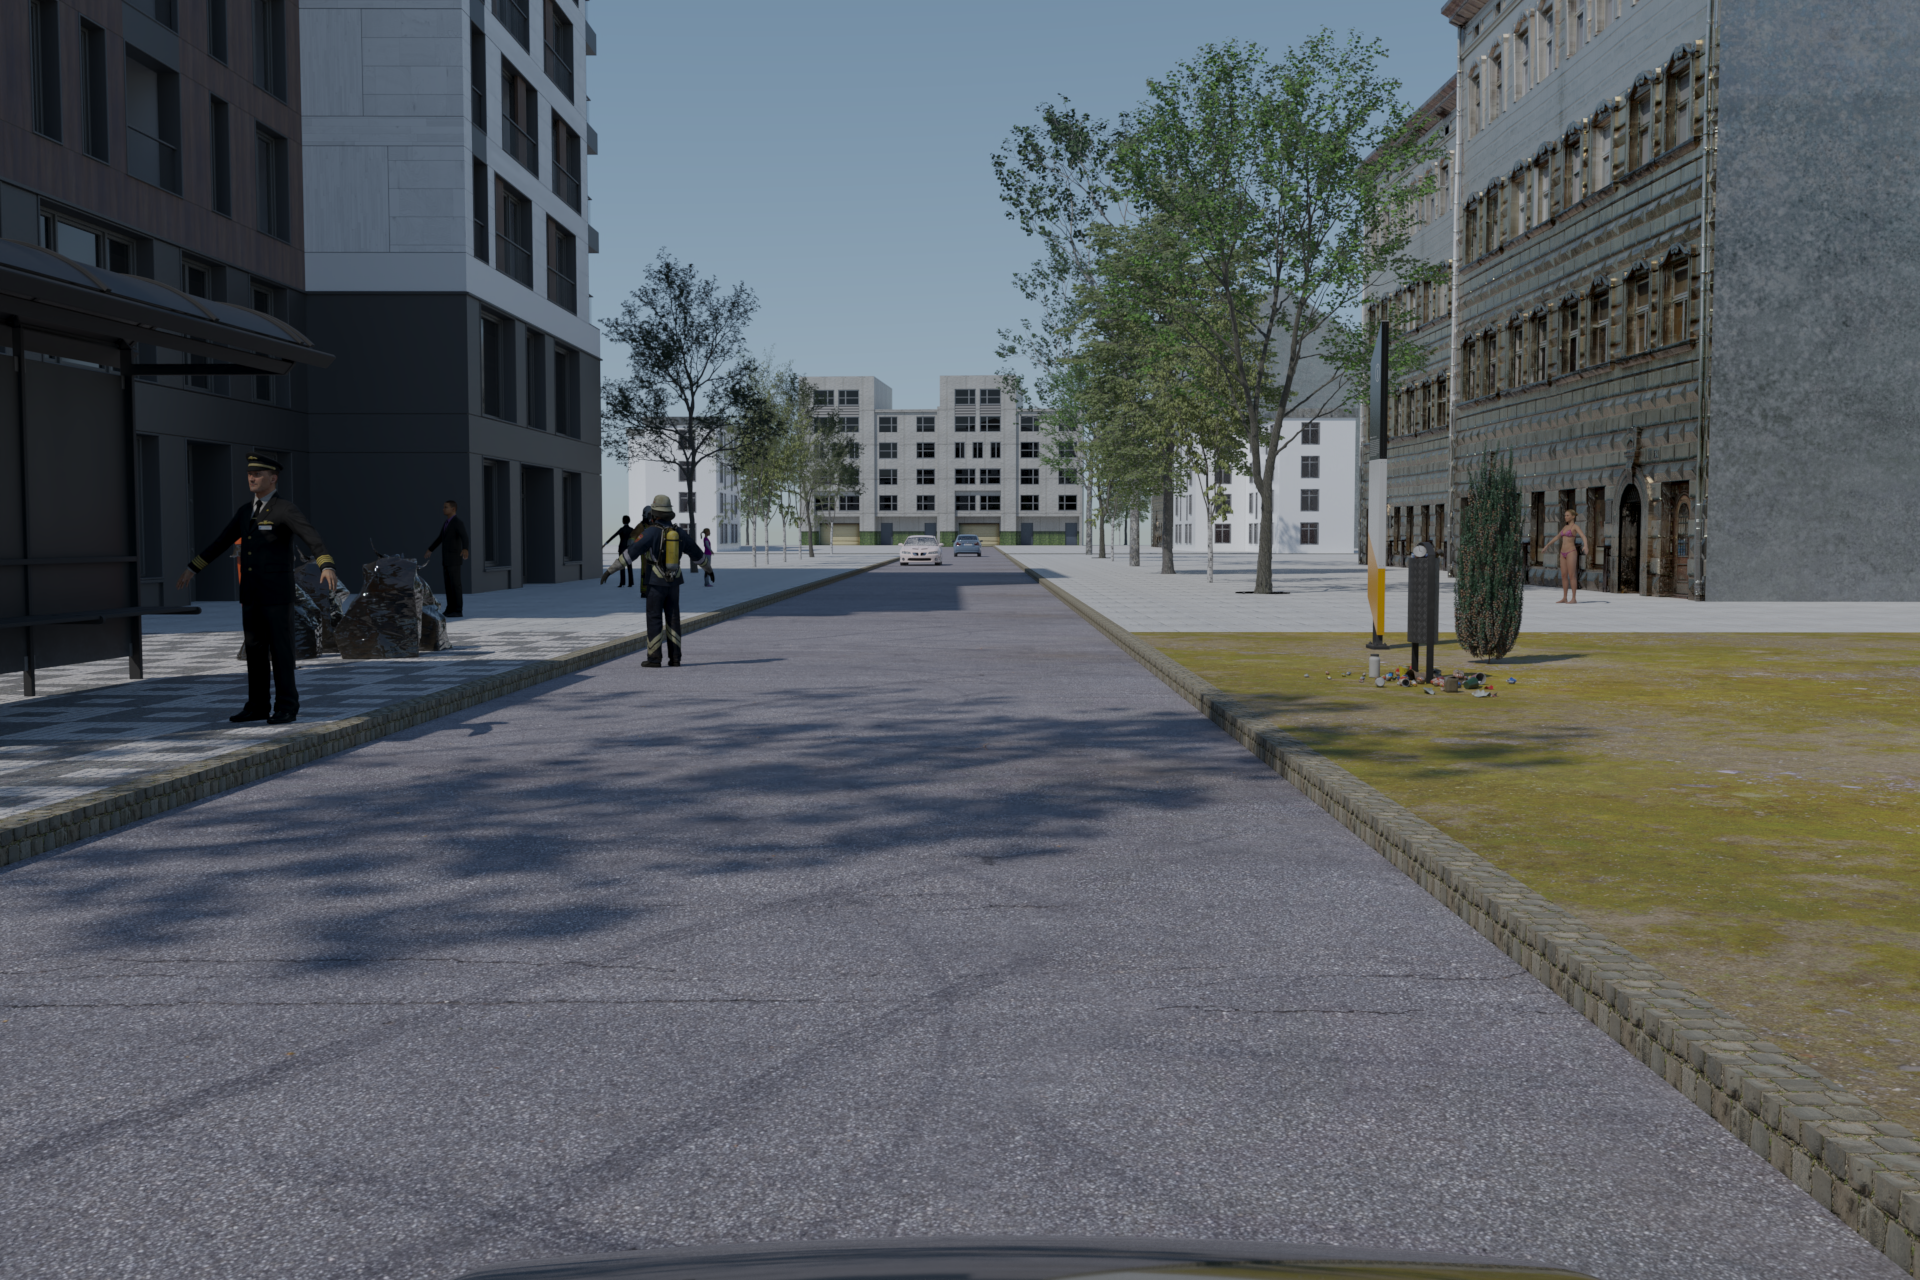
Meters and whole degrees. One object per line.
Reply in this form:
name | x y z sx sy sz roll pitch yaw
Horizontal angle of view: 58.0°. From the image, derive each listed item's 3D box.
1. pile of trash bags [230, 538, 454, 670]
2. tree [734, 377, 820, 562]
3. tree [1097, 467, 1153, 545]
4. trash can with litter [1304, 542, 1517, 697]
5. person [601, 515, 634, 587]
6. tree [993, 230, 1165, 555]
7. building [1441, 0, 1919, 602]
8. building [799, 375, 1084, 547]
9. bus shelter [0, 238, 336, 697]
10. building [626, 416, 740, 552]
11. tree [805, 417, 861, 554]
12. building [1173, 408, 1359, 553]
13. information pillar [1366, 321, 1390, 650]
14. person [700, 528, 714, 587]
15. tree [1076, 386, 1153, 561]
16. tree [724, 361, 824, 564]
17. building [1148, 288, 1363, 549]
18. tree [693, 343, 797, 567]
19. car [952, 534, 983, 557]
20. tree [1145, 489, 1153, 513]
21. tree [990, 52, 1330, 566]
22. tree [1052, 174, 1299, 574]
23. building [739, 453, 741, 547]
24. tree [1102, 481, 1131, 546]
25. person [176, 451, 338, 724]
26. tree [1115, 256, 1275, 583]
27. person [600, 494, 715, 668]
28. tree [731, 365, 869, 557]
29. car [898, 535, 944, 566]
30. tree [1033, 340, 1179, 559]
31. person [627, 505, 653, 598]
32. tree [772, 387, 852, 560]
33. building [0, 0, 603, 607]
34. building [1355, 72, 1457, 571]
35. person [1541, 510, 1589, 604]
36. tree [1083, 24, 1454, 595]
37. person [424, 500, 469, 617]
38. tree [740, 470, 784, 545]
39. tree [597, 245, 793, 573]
pile of trash bags | -6.548 -0.494 17.830 1.912 1.369 3.447 0 4 1
tree | -7.873 -7.892 79.391 4.360 8.622 3.978 0 3 0
tree | 19.601 -17.251 200.178 7.486 12.596 7.792 0 3 0
trash can with litter | 3.913 -0.220 14.653 1.678 1.210 2.233 0 4 0
person | -8.096 -2.140 41.716 0.721 1.740 1.216 3 5 44
tree | 7.763 -15.389 107.506 12.611 20.169 13.585 0 3 0
building | 23.418 -12.844 40.932 19.493 23.208 18.063 0 4 1
building | -1.546 -20.250 199.999 31.486 18.905 16.747 0 4 5
bus shelter | -6.636 -1.152 12.756 2.014 3.302 5.546 0 4 2
building | -21.952 -11.960 137.699 9.099 9.664 28.070 0 4 0
tree | -8.065 -9.686 108.724 4.360 8.622 3.978 0 3 0
building | 22.080 -11.476 129.775 9.099 9.664 28.070 0 4 0
information pillar | 4.666 -1.711 19.328 0.183 3.616 0.504 0 4 0
person | -6.102 -2.018 42.256 0.599 1.433 0.991 -1 4 -15
tree | 7.239 -8.000 81.164 4.737 8.622 4.395 0 3 0
tree | -8.061 -7.491 72.835 4.737 8.622 4.395 0 3 0
building | 28.105 -20.201 161.213 19.493 23.208 18.063 0 4 0
tree | -7.816 -7.099 66.432 4.360 8.622 3.978 0 3 0
car | 0.474 -5.996 110.039 2.014 1.417 4.499 0 3 0
tree | 23.236 -14.903 194.028 4.360 8.622 3.978 0 3 0
tree | 8.247 -12.939 67.435 12.611 20.169 13.585 0 3 0
tree | 6.772 -8.357 54.772 7.486 12.596 7.792 0 3 0
building | -25.442 -13.694 166.049 9.099 9.664 28.070 0 4 0
tree | 18.081 -14.862 193.360 4.360 8.622 3.978 0 3 0
person | -4.745 -0.359 11.804 1.347 1.837 0.705 1 4 21
tree | 6.356 -5.796 45.121 4.737 8.622 4.395 0 3 0
person | -3.212 -0.638 18.666 1.354 1.856 0.705 -3 4 -36
tree | -8.444 -9.835 95.211 7.601 10.594 8.767 2 4 29
car | -1.776 -4.128 79.859 2.083 1.381 4.827 0 4 1
tree | 7.639 -10.122 91.249 9.928 11.665 9.643 0 3 0
person | -6.234 -1.775 34.793 0.705 1.858 1.354 2 4 35
tree | -8.180 -8.361 87.068 4.360 8.622 3.978 0 3 0
building | -24.330 -11.627 34.073 27.936 21.610 32.646 0 4 0
building | 26.019 -14.204 63.157 19.493 23.208 18.063 0 4 0
person | 11.178 -1.539 31.965 0.721 1.733 1.217 -1 4 -20
tree | 6.467 -6.783 36.653 9.928 11.665 9.643 0 3 0
person | -7.876 -1.256 26.756 0.704 1.802 1.346 -3 5 -42
tree | -23.568 -16.943 195.139 7.486 12.596 7.792 0 3 0
tree | -9.123 -7.496 56.971 7.601 10.594 8.767 -2 4 -29
